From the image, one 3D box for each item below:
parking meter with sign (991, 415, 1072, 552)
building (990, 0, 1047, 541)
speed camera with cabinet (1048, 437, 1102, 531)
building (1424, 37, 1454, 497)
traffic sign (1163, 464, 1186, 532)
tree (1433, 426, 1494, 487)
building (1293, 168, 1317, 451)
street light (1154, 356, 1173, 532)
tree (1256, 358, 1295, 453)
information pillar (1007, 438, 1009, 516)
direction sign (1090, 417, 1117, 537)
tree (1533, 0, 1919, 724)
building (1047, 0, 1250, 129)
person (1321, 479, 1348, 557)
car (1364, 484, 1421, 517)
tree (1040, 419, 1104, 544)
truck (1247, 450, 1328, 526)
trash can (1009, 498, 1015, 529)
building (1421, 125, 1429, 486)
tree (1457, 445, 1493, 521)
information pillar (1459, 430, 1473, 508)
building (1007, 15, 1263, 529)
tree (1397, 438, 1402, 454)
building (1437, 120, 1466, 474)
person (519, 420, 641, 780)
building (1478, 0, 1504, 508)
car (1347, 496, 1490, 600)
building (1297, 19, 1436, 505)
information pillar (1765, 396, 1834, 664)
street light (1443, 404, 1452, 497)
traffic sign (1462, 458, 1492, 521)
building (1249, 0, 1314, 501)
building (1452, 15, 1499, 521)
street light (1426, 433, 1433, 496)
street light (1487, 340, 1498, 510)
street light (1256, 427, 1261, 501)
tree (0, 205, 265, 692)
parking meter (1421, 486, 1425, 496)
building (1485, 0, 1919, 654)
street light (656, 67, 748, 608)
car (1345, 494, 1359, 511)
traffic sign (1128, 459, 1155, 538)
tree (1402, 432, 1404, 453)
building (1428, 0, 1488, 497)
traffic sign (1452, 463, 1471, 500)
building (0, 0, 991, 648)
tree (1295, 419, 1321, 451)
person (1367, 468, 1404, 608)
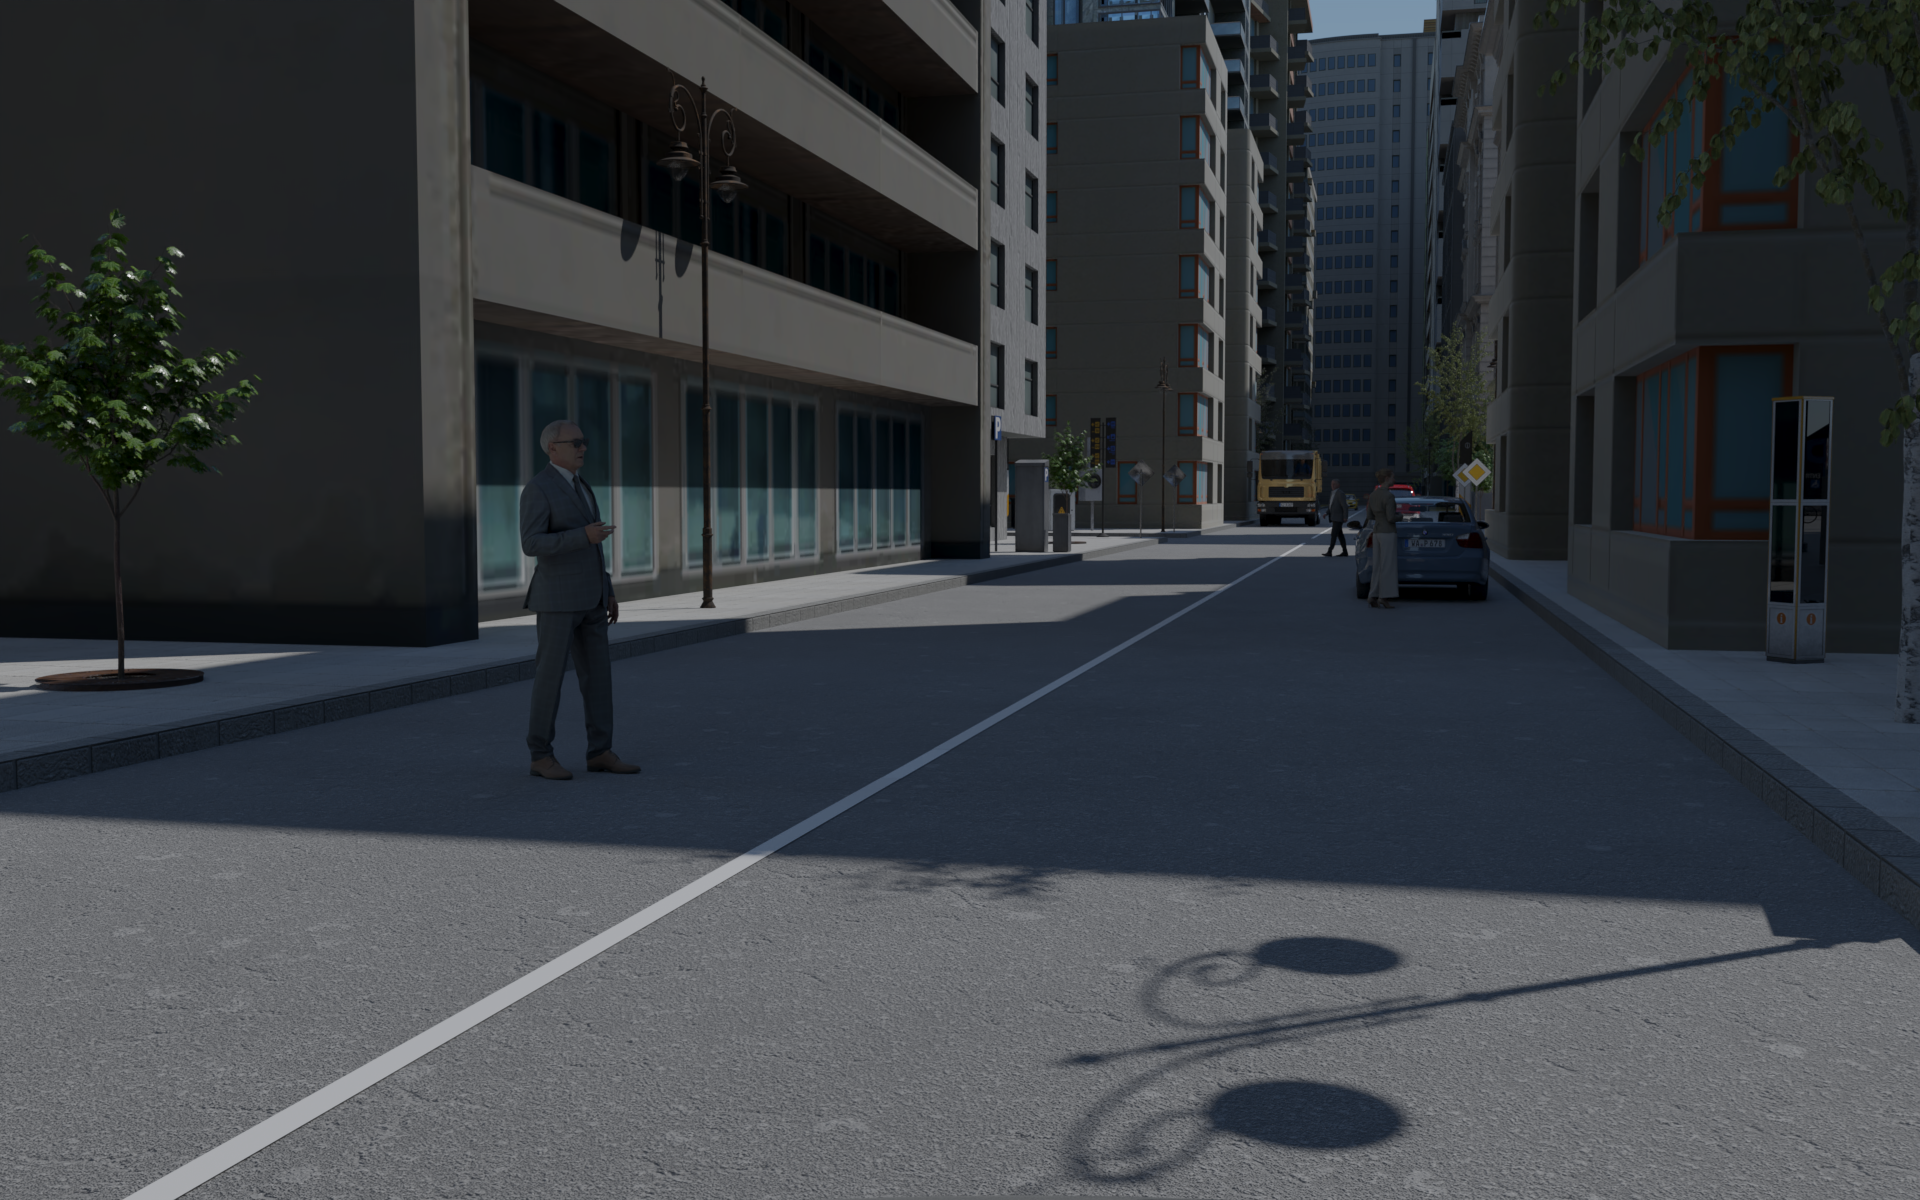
[{"bbox_3d":[1.596,-2.574,38.343,1.738,3.016,0.543,1,4,17],"label":"parking meter with sign"},{"bbox_3d":[-5.231,-16.794,46.288,14.107,30.474,14.160,1,4,14],"label":"building"},{"bbox_3d":[3.919,-4.019,60.039,2.038,3.252,0.660,-1,4,-22],"label":"speed camera with cabinet"},{"bbox_3d":[58.363,-33.707,174.819,21.300,48.544,21.600,1,4,14],"label":"building"},{"bbox_3d":[7.191,-3.330,58.083,0.795,2.450,0.064,1,4,14],"label":"traffic sign"},{"bbox_3d":[23.406,-5.854,79.431,4.285,4.588,4.351,0,3,0],"label":"tree"},{"bbox_3d":[27.155,-30.612,192.393,23.993,40.220,32.217,1,4,14],"label":"building"},{"bbox_3d":[6.862,-5.233,58.344,0.468,5.910,1.993,1,4,14],"label":"street light"},{"bbox_3d":[15.565,-8.770,93.747,4.360,8.622,3.978,0,3,0],"label":"tree"},{"bbox_3d":[1.498,-4.193,59.906,0.183,3.616,0.504,3,5,39],"label":"information pillar"},{"bbox_3d":[4.248,-3.634,51.406,0.876,3.537,0.379,2,4,35],"label":"direction sign"},{"bbox_3d":[5.108,-3.616,9.482,4.737,8.622,4.395,0,3,0],"label":"tree"},{"bbox_3d":[9.039,-49.050,114.644,22.319,86.520,31.000,1,4,14],"label":"building"},{"bbox_3d":[8.527,-1.871,39.488,0.834,1.777,0.661,-2,4,-24],"label":"person"},{"bbox_3d":[17.567,-3.772,70.353,2.281,1.827,5.304,1,4,12],"label":"car"},{"bbox_3d":[2.901,-3.072,44.832,1.663,3.219,1.824,0,3,0],"label":"tree"},{"bbox_3d":[15.103,-5.091,79.156,3.469,3.379,9.791,1,4,13],"label":"truck"},{"bbox_3d":[2.184,-3.199,63.955,0.748,1.137,0.748,0,3,0],"label":"trash can"},{"bbox_3d":[58.999,-31.172,193.264,14.154,41.232,14.086,1,4,14],"label":"building"},{"bbox_3d":[20.703,-4.525,68.593,1.663,3.219,1.824,0,3,0],"label":"tree"},{"bbox_3d":[18.631,-4.430,63.791,0.183,3.616,0.504,-3,5,-40],"label":"information pillar"},{"bbox_3d":[-1.083,-14.377,80.108,27.650,21.520,28.899,1,4,14],"label":"building"},{"bbox_3d":[35.872,-11.160,132.833,4.737,8.622,4.395,0,3,0],"label":"tree"},{"bbox_3d":[39.568,-19.667,115.063,14.314,27.812,24.014,1,4,14],"label":"building"},{"bbox_3d":[-1.902,-0.003,8.731,0.590,1.801,0.661,1,4,21],"label":"person"},{"bbox_3d":[28.546,-13.570,58.027,21.152,22.565,11.583,1,4,14],"label":"building"},{"bbox_3d":[6.564,-0.783,24.804,2.014,1.417,4.499,1,4,13],"label":"car"},{"bbox_3d":[51.158,-41.506,220.614,28.212,58.520,21.231,1,4,14],"label":"building"},{"bbox_3d":[6.382,-0.531,13.173,0.304,2.012,0.304,-1,4,-19],"label":"information pillar"},{"bbox_3d":[24.261,-6.931,86.107,0.468,5.910,1.993,1,4,14],"label":"street light"},{"bbox_3d":[14.326,-2.717,48.066,0.795,2.450,0.064,1,4,14],"label":"traffic sign"},{"bbox_3d":[18.238,-30.117,147.041,22.147,44.769,28.867,1,4,14],"label":"building"},{"bbox_3d":[33.579,-18.635,92.064,14.401,28.519,23.554,1,4,14],"label":"building"},{"bbox_3d":[34.655,-9.486,127.888,0.468,5.910,1.993,1,4,14],"label":"street light"},{"bbox_3d":[14.703,-4.572,47.537,0.468,5.910,1.993,1,4,14],"label":"street light"},{"bbox_3d":[17.141,-7.765,99.738,0.468,5.910,1.993,1,4,14],"label":"street light"},{"bbox_3d":[-5.558,-1.045,11.687,1.663,3.219,1.824,0,3,0],"label":"tree"},{"bbox_3d":[33.143,-7.234,123.985,0.255,1.863,0.399,0,4,8],"label":"parking meter"},{"bbox_3d":[22.733,-10.963,24.289,27.650,21.520,28.899,1,4,14],"label":"building"},{"bbox_3d":[-2.840,-2.847,19.334,0.468,5.910,1.993,1,4,14],"label":"street light"},{"bbox_3d":[33.887,-8.635,151.403,2.015,1.641,3.980,1,4,15],"label":"car"},{"bbox_3d":[5.262,-2.856,50.334,0.795,2.450,0.064,1,4,14],"label":"traffic sign"},{"bbox_3d":[21.730,-7.604,74.684,4.737,8.622,4.395,0,3,0],"label":"tree"},{"bbox_3d":[55.135,-34.302,150.077,28.713,52.752,27.495,1,4,14],"label":"building"},{"bbox_3d":[16.254,-3.191,55.816,0.795,2.450,0.064,1,4,14],"label":"traffic sign"},{"bbox_3d":[-12.261,-24.588,25.715,21.300,48.544,21.600,1,4,14],"label":"building"},{"bbox_3d":[32.379,-13.151,165.378,4.360,8.622,3.978,0,3,0],"label":"tree"},{"bbox_3d":[5.350,-0.773,21.696,0.362,1.759,0.519,-1,4,-21],"label":"person"}]
